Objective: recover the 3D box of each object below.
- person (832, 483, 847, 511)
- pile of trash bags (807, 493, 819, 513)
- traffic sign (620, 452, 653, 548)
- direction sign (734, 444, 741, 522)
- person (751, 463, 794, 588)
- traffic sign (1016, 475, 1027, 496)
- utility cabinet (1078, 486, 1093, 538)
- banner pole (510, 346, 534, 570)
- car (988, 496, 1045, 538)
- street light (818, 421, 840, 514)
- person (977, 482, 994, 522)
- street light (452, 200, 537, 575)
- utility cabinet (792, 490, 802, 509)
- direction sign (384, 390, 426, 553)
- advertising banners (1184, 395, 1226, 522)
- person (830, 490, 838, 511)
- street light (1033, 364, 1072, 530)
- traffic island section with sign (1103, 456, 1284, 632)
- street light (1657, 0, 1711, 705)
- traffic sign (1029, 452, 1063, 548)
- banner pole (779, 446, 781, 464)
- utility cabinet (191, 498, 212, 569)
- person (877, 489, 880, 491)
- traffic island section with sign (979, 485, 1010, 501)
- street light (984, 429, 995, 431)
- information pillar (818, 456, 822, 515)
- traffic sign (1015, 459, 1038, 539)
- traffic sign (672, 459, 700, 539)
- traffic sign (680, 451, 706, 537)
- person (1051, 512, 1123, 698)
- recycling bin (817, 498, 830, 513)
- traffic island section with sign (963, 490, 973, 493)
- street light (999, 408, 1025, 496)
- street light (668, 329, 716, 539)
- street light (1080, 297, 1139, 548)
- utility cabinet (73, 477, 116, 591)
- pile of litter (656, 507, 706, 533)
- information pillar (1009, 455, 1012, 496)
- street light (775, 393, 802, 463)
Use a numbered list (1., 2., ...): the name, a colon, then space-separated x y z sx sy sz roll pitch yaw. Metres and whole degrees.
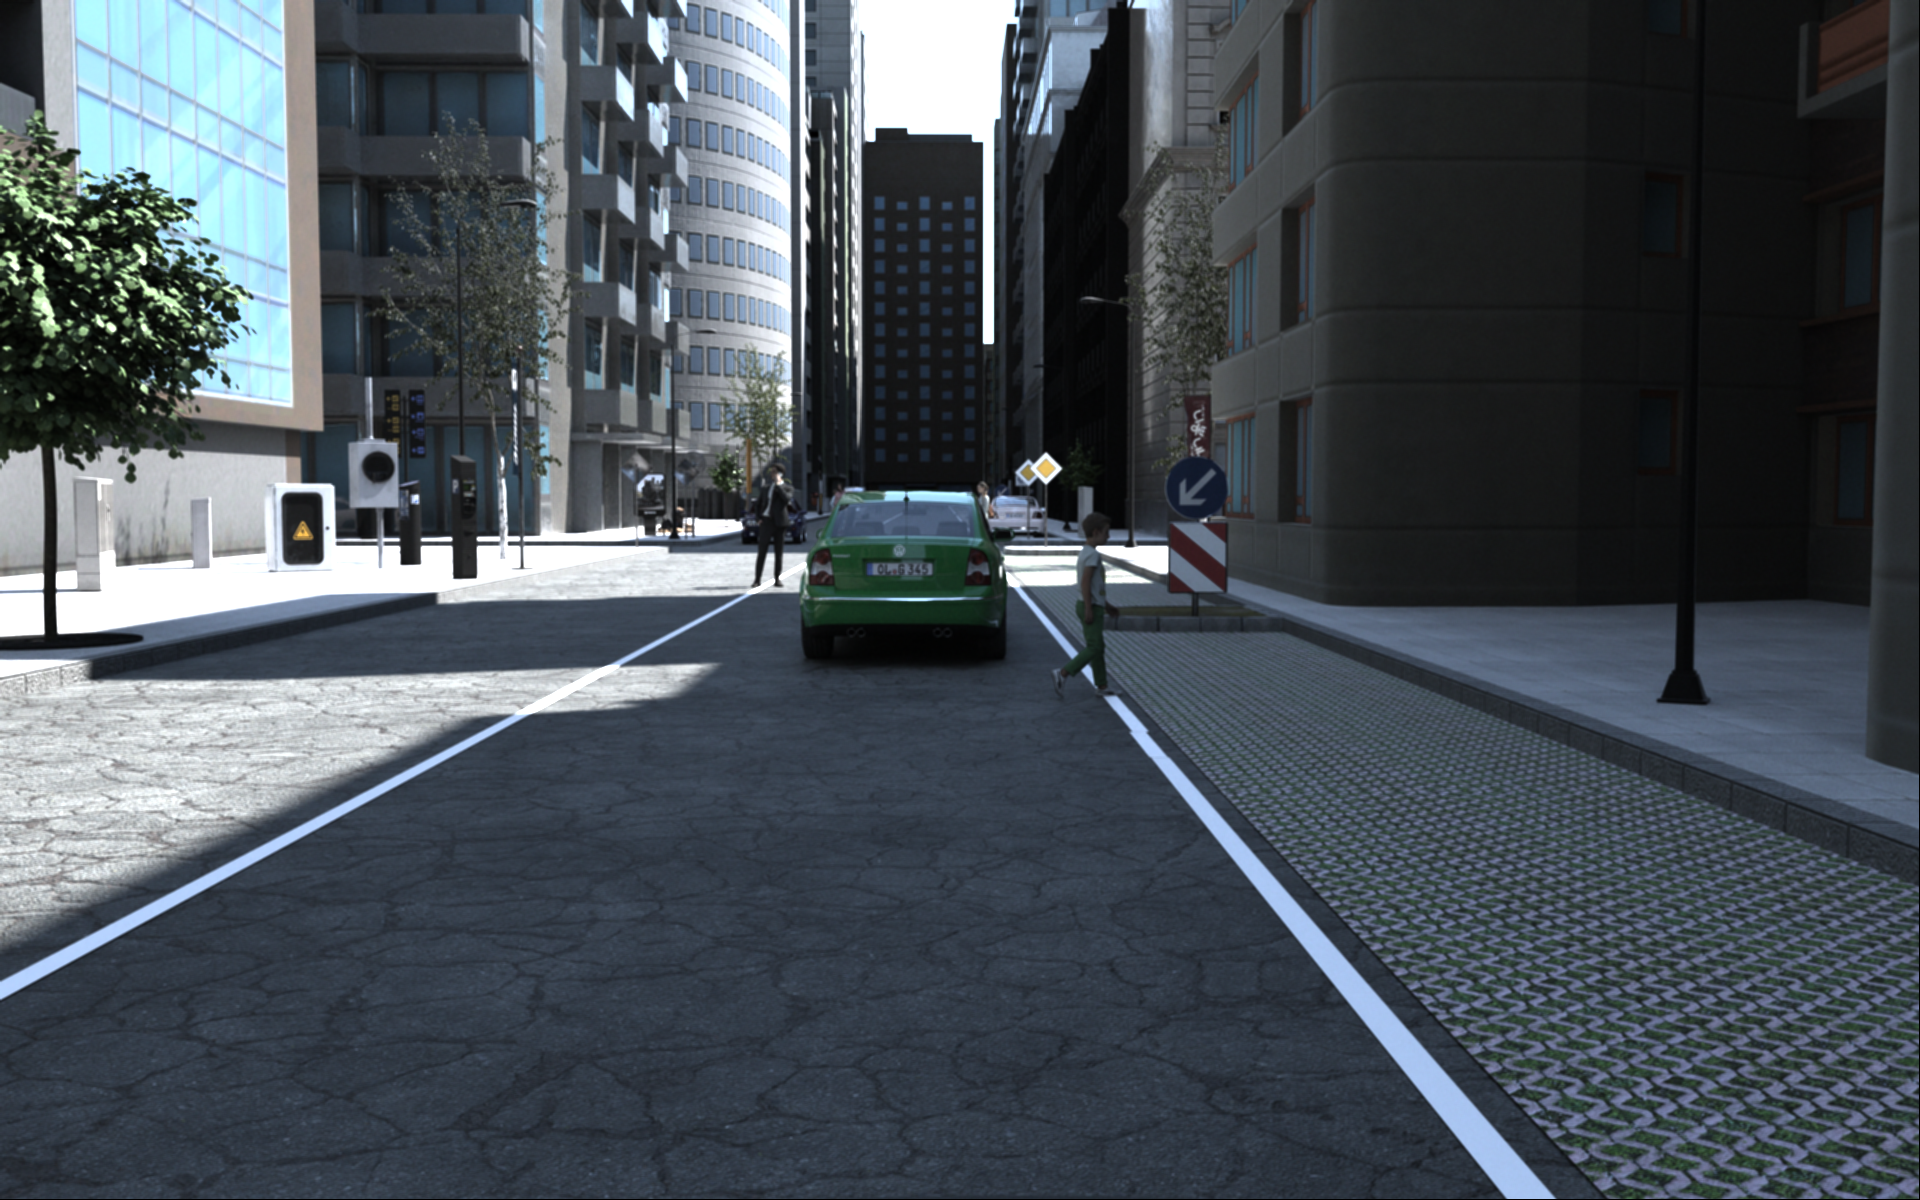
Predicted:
1. person: -4.287 -3.265 61.888 0.555 1.821 0.388 0 4 4
2. pile of trash bags: -11.099 -6.742 119.990 3.447 1.369 1.912 3 4 36
3. traffic sign: -7.656 -2.285 41.009 0.795 2.450 0.064 0 4 -1
4. direction sign: -10.134 -5.321 78.989 0.379 3.537 0.876 0 4 -7
5. person: -2.884 -1.152 26.703 0.648 1.900 0.474 0 4 1
6. traffic sign: 3.220 -5.442 91.114 0.606 2.300 0.079 0 4 4
7. utility cabinet: 3.671 -2.560 50.536 0.318 1.500 1.173 0 4 -3
8. banner pole: -7.434 -2.391 29.109 0.401 3.779 0.863 0 4 -3
9. car: 1.670 -2.526 53.661 2.083 1.381 4.827 0 4 1
10. street light: -8.390 -8.456 110.794 1.470 5.913 1.316 0 4 -1
11. person: 0.500 -1.778 38.571 0.522 1.701 0.512 -1 4 -21
12. street light: -7.379 -3.361 27.487 1.470 5.913 1.316 0 4 -1
13. utility cabinet: -8.330 -4.792 87.024 0.318 1.500 1.173 1 4 22
14. direction sign: -12.042 -2.793 37.665 0.876 3.537 0.379 0 4 2
15. advertising banners: 4.849 -2.085 30.278 2.074 3.025 0.090 2 4 32
16. person: -4.717 -3.386 65.672 0.330 1.601 0.589 1 4 23
17. street light: 3.305 -5.478 62.113 1.470 5.913 1.316 0 4 -1
18. traffic island section with sign: 2.349 -0.621 18.789 1.989 1.847 2.006 0 4 -1
19. street light: 3.933 -2.323 10.529 1.470 5.913 1.316 0 4 -1
20. traffic sign: 2.038 -2.292 41.108 0.795 2.450 0.064 0 4 -1
21. banner pole: -9.190 -6.030 88.605 0.401 3.779 0.863 -1 4 -10
22. utility cabinet: -13.119 -1.149 29.943 0.306 1.237 1.020 -1 4 -22
23. person: -6.083 -7.373 129.146 1.348 1.812 0.705 0 4 1
24. traffic island section with sign: 1.673 -4.006 74.133 1.989 1.847 2.006 0 4 -1
25. street light: 2.405 -9.239 123.604 1.470 5.913 1.316 0 4 -1
26. information pillar: -8.500 -6.978 105.451 0.183 3.616 0.504 -1 4 -16
27. traffic sign: 1.939 -2.780 49.093 0.795 2.450 0.064 0 4 -1
28. traffic sign: -7.754 -2.774 48.994 0.795 2.450 0.064 0 4 -1
29. traffic sign: -7.889 -3.123 51.167 0.768 2.556 0.104 0 4 6
30. person: 0.890 0.037 12.151 0.590 1.304 0.306 -2 4 -25
31. recycling bin: -9.263 -6.430 117.682 0.722 1.027 0.722 1 4 17
32. traffic island section with sign: 1.322 -5.667 101.283 1.989 1.847 2.006 0 4 -1
33. street light: 2.908 -7.371 93.055 1.470 5.913 1.316 0 4 -1
34. street light: -7.559 -4.672 48.932 1.470 5.913 1.316 0 4 -1
35. street light: 3.534 -4.192 41.077 1.470 5.913 1.316 0 4 -1
36. utility cabinet: -11.548 -0.885 23.148 0.318 1.500 1.173 -1 4 -18
37. pile of litter: -9.254 -2.648 57.264 1.719 0.858 1.176 0 4 -3
38. information pillar: 2.985 -6.815 102.783 0.183 3.616 0.504 1 4 19
39. street light: -7.945 -6.552 79.672 1.470 5.913 1.316 0 4 -1
